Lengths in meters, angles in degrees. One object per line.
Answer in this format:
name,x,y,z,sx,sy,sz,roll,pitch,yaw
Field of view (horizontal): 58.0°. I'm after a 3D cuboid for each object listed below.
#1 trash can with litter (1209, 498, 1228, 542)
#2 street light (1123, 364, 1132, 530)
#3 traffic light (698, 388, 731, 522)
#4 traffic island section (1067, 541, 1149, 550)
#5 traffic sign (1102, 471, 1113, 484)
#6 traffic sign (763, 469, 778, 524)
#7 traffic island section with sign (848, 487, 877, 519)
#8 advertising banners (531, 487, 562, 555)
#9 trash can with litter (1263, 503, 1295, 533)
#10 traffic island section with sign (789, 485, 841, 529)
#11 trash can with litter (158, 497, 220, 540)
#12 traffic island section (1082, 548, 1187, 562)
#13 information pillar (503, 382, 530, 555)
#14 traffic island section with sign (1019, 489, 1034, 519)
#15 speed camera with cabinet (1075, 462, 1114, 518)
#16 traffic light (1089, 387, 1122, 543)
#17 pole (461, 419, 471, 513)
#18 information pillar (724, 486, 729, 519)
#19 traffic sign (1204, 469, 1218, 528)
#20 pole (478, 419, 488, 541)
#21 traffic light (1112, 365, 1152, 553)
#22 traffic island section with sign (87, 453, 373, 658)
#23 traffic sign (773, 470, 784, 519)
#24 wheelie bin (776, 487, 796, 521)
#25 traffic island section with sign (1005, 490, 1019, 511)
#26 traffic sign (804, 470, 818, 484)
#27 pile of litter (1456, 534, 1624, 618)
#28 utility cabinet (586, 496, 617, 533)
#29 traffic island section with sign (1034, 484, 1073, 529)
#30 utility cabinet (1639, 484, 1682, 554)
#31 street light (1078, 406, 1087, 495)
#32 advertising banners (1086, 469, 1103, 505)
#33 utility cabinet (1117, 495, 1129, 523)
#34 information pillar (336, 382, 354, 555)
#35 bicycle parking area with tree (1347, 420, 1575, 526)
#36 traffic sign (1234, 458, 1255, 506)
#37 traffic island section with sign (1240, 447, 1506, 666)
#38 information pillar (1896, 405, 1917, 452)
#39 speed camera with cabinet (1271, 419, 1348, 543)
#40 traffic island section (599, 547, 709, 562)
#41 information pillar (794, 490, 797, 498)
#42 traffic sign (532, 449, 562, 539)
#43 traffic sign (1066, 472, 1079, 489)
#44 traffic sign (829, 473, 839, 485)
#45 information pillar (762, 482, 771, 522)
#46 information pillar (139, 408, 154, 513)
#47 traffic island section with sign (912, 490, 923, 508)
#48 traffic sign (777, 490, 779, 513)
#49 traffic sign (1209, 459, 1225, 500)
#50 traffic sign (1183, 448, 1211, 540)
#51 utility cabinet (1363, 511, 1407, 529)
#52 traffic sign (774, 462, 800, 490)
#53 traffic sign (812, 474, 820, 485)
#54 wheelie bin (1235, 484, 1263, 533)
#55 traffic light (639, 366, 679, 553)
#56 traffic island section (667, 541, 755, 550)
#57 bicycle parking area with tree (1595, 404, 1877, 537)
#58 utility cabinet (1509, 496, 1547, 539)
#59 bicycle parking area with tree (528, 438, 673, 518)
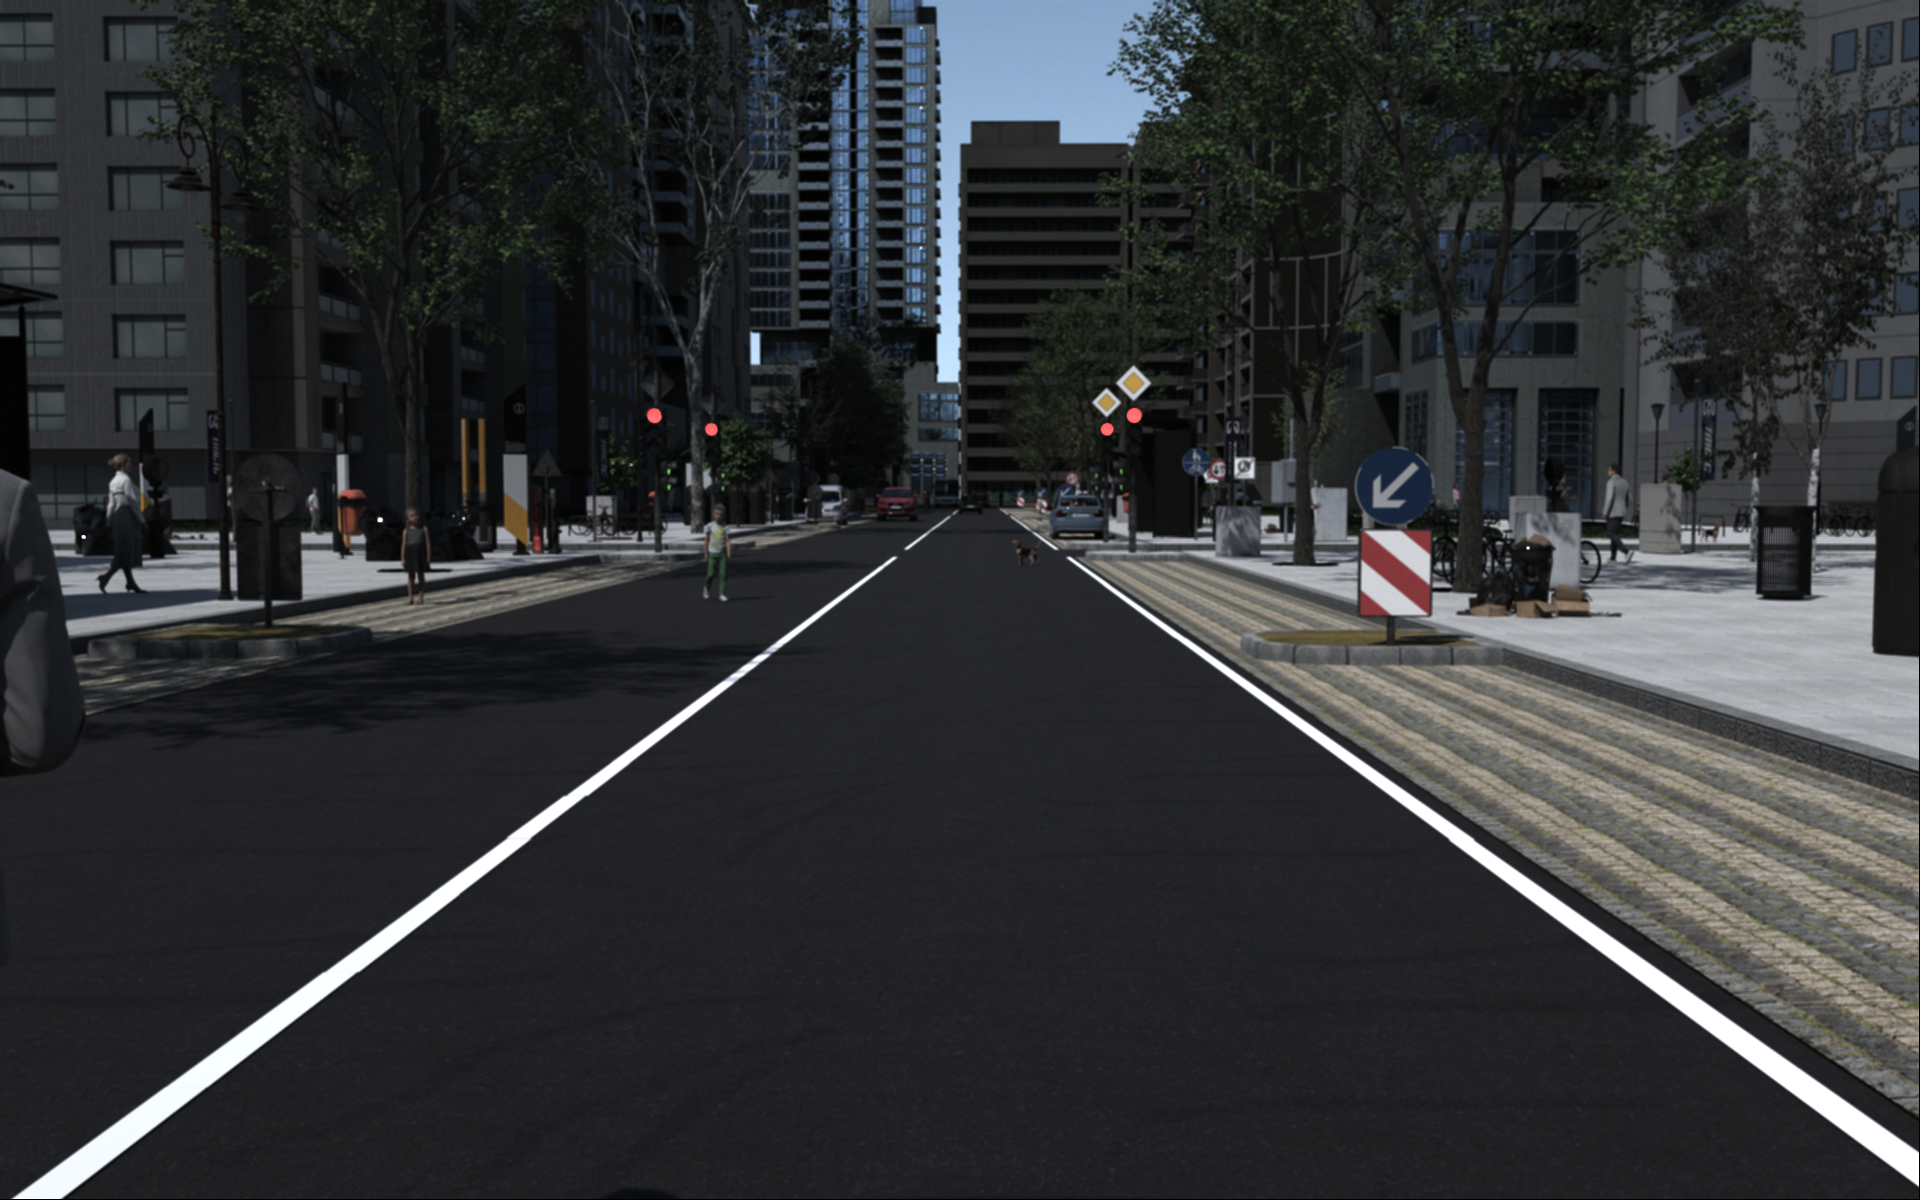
trash can with litter,7.231,-2.143,46.420,1.055,1.170,0.624,0,4,-7
street light,6.058,-5.428,61.540,0.468,5.910,1.993,0,4,1
traffic light,-6.514,-3.484,45.884,0.839,4.253,0.868,0,4,1
traffic island section,3.886,-1.444,45.895,2.009,0.180,2.903,0,4,1
traffic sign,7.546,-5.448,89.078,0.884,2.594,0.081,0,4,2
traffic sign,-8.182,-4.503,73.633,0.884,2.594,0.081,0,4,7
traffic island section with sign,-5.634,-5.479,98.205,1.989,1.847,2.006,0,4,1
advertising banners,-9.107,-2.517,37.337,0.090,3.025,2.074,-3,5,-39
trash can with litter,10.545,-2.783,56.889,1.055,1.170,0.624,-1,4,-19
traffic island section with sign,-5.938,-3.829,71.228,1.989,1.847,2.006,0,4,1
trash can with litter,-22.071,-2.304,48.736,2.233,1.210,1.678,-1,4,-12
traffic island section,3.795,-0.956,37.911,2.009,0.180,2.903,0,4,1
information pillar,-9.279,-2.743,36.202,0.504,3.616,0.183,-2,4,-24
traffic island section with sign,4.494,-5.488,98.362,1.989,1.847,2.006,0,4,1
speed camera with cabinet,7.201,-6.012,92.631,2.038,3.252,0.660,1,4,11
traffic light,3.847,-3.478,45.782,0.839,4.253,0.868,0,4,1
pole,-13.383,-3.248,46.943,0.158,3.312,0.155,0,3,0
information pillar,-11.815,-5.083,87.598,0.304,2.012,0.304,-1,4,-20
traffic sign,9.591,-3.916,66.163,0.606,2.300,0.079,0,4,4
pole,-12.934,-3.249,46.958,0.158,3.312,0.155,0,3,0
traffic light,3.755,-2.989,37.797,0.839,4.253,0.868,0,4,1
traffic island section with sign,-6.575,-0.448,15.948,1.989,1.847,2.006,0,4,1
traffic sign,-9.581,-5.530,90.524,0.768,2.556,0.104,0,4,8
wheelie bin,-8.228,-4.527,81.924,0.980,1.594,0.693,0,4,0
traffic island section with sign,5.045,-8.502,147.643,1.989,1.847,2.006,0,4,1
traffic sign,-8.009,-5.673,92.861,0.768,2.556,0.104,1,4,9
pile of litter,6.160,-0.267,18.333,1.719,0.858,1.176,1,4,18
utility cabinet,-11.981,-2.859,57.905,1.020,1.237,0.306,1,4,21
traffic island section with sign,4.174,-3.828,71.209,1.989,1.847,2.006,0,4,1
utility cabinet,15.071,-1.748,37.251,0.318,1.500,1.173,0,4,-8
street light,6.417,-7.214,90.734,0.468,5.910,1.993,0,4,1
advertising banners,9.407,-7.564,119.863,2.074,3.025,0.090,-3,5,-42
utility cabinet,7.428,-4.001,76.581,1.020,1.237,0.306,2,4,35
information pillar,-12.932,-2.749,36.307,0.183,3.616,0.504,-3,4,-38
bicycle parking area with tree,19.589,-5.070,69.898,9.016,4.147,8.231,0,4,2
traffic sign,7.965,-2.843,48.608,0.606,2.300,0.079,1,4,8
traffic island section with sign,3.549,-0.409,15.316,1.989,1.847,2.006,0,4,1
information pillar,25.044,-3.333,45.857,0.183,3.616,0.504,-3,4,-36
speed camera with cabinet,9.343,-3.176,46.257,2.038,3.252,0.660,-1,4,-21
traffic island section,-6.645,-0.964,38.034,2.009,0.180,2.903,0,4,1
information pillar,-11.637,-7.146,121.328,0.304,2.012,0.304,-3,4,-36
traffic sign,-11.823,-3.030,49.551,0.884,2.594,0.081,0,4,4
traffic sign,6.511,-6.141,100.509,0.768,2.556,0.104,0,4,2
traffic sign,-7.788,-6.494,106.291,0.768,2.556,0.104,0,4,2
information pillar,-9.026,-4.667,80.796,0.304,2.012,0.304,-2,4,-26
information pillar,-21.991,-3.397,46.902,0.183,3.616,0.504,1,4,15
traffic island section with sign,-4.757,-10.171,174.925,1.989,1.847,2.006,0,4,1
traffic sign,-12.110,-7.038,115.176,0.768,2.556,0.104,0,4,8
traffic sign,9.395,-3.836,62.817,0.768,2.556,0.104,0,4,5
traffic sign,6.556,-2.933,48.058,0.768,2.556,0.104,0,4,7
utility cabinet,11.134,-2.242,45.342,1.173,1.500,0.318,-1,4,-20
traffic sign,-11.185,-7.033,108.860,2.265,3.308,0.079,0,4,4
traffic sign,-8.653,-6.235,102.049,0.768,2.556,0.104,0,4,3
wheelie bin,8.950,-2.810,53.849,0.693,1.594,0.980,3,5,42
traffic light,-6.605,-2.996,37.899,0.839,4.253,0.868,0,4,1
traffic island section,-6.554,-1.452,46.019,2.009,0.180,2.903,0,4,1
bicycle parking area with tree,24.747,-4.161,55.030,8.231,4.147,9.016,1,4,14
utility cabinet,15.325,-2.176,46.738,1.020,1.237,0.306,-1,4,-21
bicycle parking area with tree,-19.226,-6.414,91.874,9.016,4.147,8.231,1,4,17
